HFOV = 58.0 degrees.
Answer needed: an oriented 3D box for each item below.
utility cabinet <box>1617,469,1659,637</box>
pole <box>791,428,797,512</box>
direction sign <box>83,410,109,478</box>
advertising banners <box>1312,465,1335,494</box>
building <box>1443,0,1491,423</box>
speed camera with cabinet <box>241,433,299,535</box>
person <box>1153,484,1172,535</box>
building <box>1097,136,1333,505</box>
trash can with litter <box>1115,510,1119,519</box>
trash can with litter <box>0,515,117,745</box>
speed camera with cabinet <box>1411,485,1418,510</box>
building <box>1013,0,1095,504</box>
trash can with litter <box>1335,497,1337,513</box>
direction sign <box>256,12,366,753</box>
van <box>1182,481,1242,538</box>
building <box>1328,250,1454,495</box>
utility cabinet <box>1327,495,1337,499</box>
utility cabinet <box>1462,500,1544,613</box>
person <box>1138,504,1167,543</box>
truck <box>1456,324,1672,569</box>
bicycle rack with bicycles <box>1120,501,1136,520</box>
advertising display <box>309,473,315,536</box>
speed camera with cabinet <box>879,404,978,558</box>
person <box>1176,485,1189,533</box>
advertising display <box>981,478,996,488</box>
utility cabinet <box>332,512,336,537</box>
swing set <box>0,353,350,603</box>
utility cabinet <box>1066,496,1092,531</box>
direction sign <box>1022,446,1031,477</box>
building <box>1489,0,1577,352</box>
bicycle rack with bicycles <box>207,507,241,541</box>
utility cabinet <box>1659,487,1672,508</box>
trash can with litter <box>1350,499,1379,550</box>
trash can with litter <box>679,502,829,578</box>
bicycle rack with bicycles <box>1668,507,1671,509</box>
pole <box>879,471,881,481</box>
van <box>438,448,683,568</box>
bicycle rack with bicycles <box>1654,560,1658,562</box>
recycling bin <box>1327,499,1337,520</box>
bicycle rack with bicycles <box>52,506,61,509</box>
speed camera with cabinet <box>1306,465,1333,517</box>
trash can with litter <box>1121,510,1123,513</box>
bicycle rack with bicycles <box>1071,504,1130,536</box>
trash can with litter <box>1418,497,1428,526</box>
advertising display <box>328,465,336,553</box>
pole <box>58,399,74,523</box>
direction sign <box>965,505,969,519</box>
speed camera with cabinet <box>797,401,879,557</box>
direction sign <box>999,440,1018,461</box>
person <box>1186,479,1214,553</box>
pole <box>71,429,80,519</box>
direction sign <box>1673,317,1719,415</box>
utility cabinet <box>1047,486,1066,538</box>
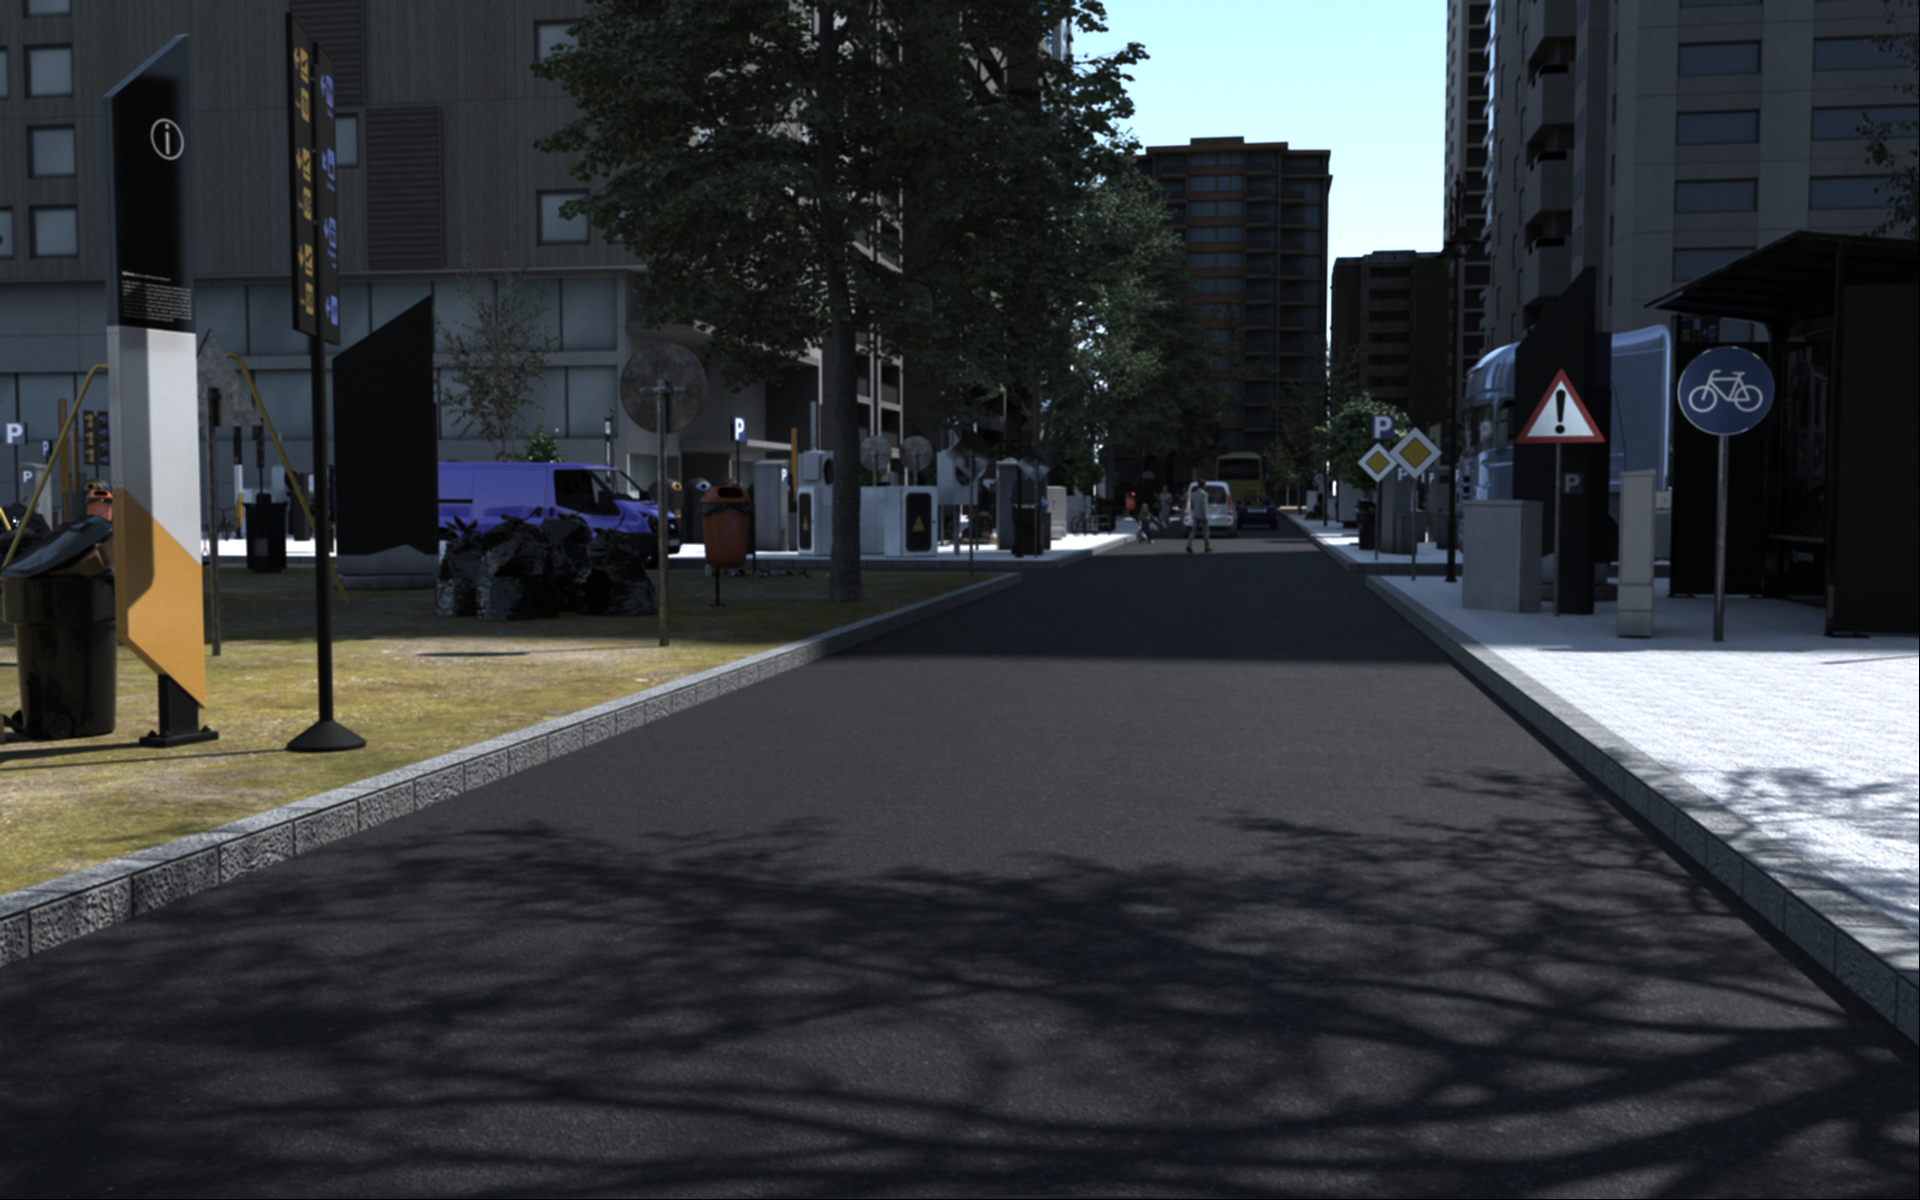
[{"bbox_3d":[6.205,-0.442,15.902,0.318,1.500,1.173,1,4,22],"label":"utility cabinet"},{"bbox_3d":[-5.125,-3.653,53.573,0.158,3.312,0.155,0,3,0],"label":"pole"},{"bbox_3d":[-23.514,-3.377,47.212,0.379,3.537,0.876,1,4,15],"label":"direction sign"},{"bbox_3d":[21.740,-6.485,102.225,2.074,3.025,0.090,1,4,21],"label":"advertising banners"},{"bbox_3d":[69.405,-47.033,207.246,20.611,71.187,20.563,1,4,10],"label":"building"},{"bbox_3d":[-22.026,-3.727,55.277,0.660,3.252,2.038,1,4,23],"label":"speed camera with cabinet"},{"bbox_3d":[6.992,-3.136,60.127,0.716,1.782,0.532,2,4,31],"label":"person"},{"bbox_3d":[31.117,-34.290,215.272,28.867,44.769,22.147,1,4,10],"label":"building"},{"bbox_3d":[7.124,-4.409,83.482,0.624,1.170,1.055,1,4,23],"label":"trash can with litter"},{"bbox_3d":[-4.860,0.146,9.002,0.624,1.170,1.055,3,4,36],"label":"trash can with litter"},{"bbox_3d":[18.677,-4.770,72.327,0.660,3.252,2.038,2,4,24],"label":"speed camera with cabinet"},{"bbox_3d":[1.297,-55.407,218.574,31.000,86.520,22.319,1,4,10],"label":"building"},{"bbox_3d":[18.385,-4.344,82.413,1.055,1.170,0.624,2,4,33],"label":"trash can with litter"},{"bbox_3d":[-3.209,-1.020,8.669,0.379,3.537,0.876,0,4,-8],"label":"direction sign"},{"bbox_3d":[8.357,-3.098,57.671,2.013,2.044,4.112,1,4,11],"label":"van"},{"bbox_3d":[51.711,-26.685,207.998,14.107,30.474,14.160,1,4,10],"label":"building"},{"bbox_3d":[21.286,-5.340,98.462,1.020,1.237,0.306,2,4,30],"label":"utility cabinet"},{"bbox_3d":[5.977,-0.485,19.099,0.306,1.237,1.020,-1,4,-21],"label":"utility cabinet"},{"bbox_3d":[5.555,-2.239,50.607,1.012,1.151,0.738,-1,4,-15],"label":"person"},{"bbox_3d":[17.001,-2.314,27.595,18.799,4.110,2.967,1,4,9],"label":"truck"},{"bbox_3d":[7.379,-4.424,85.716,2.925,0.926,2.852,1,4,23],"label":"bicycle rack with bicycles"},{"bbox_3d":[-19.423,-2.917,52.899,0.974,1.923,0.123,0,4,1],"label":"advertising display"},{"bbox_3d":[-0.576,-2.506,35.303,2.038,3.252,0.660,-3,5,-40],"label":"speed camera with cabinet"},{"bbox_3d":[8.214,-3.366,63.894,0.532,1.782,0.716,-1,4,-16],"label":"person"},{"bbox_3d":[1.307,-3.949,69.775,0.974,1.923,0.123,-2,4,-25],"label":"advertising display"},{"bbox_3d":[-18.500,-2.642,51.882,0.318,1.500,1.173,2,4,24],"label":"utility cabinet"},{"bbox_3d":[-9.098,-1.369,20.005,3.119,2.851,2.862,3,4,36],"label":"swing set"},{"bbox_3d":[4.094,-3.033,60.753,1.020,1.237,0.306,-1,4,-19],"label":"utility cabinet"},{"bbox_3d":[3.070,-5.438,80.906,0.876,3.537,0.379,0,4,3],"label":"direction sign"},{"bbox_3d":[51.816,-32.325,117.755,28.713,52.752,27.495,1,4,10],"label":"building"},{"bbox_3d":[-21.042,-2.085,47.476,2.852,0.926,2.925,-1,4,-11],"label":"bicycle rack with bicycles"},{"bbox_3d":[22.686,-2.872,55.643,0.318,1.500,1.173,-1,4,-21],"label":"utility cabinet"},{"bbox_3d":[9.541,-1.738,39.811,1.055,1.170,0.624,-2,4,-33],"label":"trash can with litter"},{"bbox_3d":[-3.099,-0.969,26.894,2.233,1.210,1.678,1,4,13],"label":"trash can with litter"},{"bbox_3d":[18.628,-2.050,46.906,2.925,0.926,2.852,2,4,35],"label":"bicycle rack with bicycles"},{"bbox_3d":[-3.059,-4.361,65.149,0.158,3.312,0.155,0,3,0],"label":"pole"},{"bbox_3d":[-7.919,-1.750,32.992,5.245,2.365,2.240,1,4,11],"label":"van"},{"bbox_3d":[12.142,-1.228,33.461,2.925,0.926,2.852,2,4,30],"label":"bicycle rack with bicycles"},{"bbox_3d":[18.772,-4.551,86.959,0.722,1.027,0.722,2,4,28],"label":"recycling bin"},{"bbox_3d":[-52.989,-5.197,98.350,2.925,0.926,2.852,-1,4,-17],"label":"bicycle rack with bicycles"},{"bbox_3d":[18.637,-5.828,89.617,0.660,3.252,2.038,3,4,37],"label":"speed camera with cabinet"},{"bbox_3d":[10.001,-5.968,108.964,0.624,1.170,1.055,1,4,17],"label":"trash can with litter"},{"bbox_3d":[3.287,-2.474,53.828,2.852,0.926,2.925,2,4,31],"label":"bicycle rack with bicycles"},{"bbox_3d":[18.218,-3.487,68.398,0.624,1.170,1.055,-2,4,-28],"label":"trash can with litter"},{"bbox_3d":[-13.990,-2.023,38.295,0.123,1.923,0.974,-2,4,-33],"label":"advertising display"},{"bbox_3d":[-19.302,-2.660,37.326,0.158,3.312,0.155,0,3,0],"label":"pole"},{"bbox_3d":[0.441,-6.041,90.763,0.379,3.537,0.876,-1,4,-12],"label":"direction sign"},{"bbox_3d":[-2.421,-2.613,37.053,2.038,3.252,0.660,1,4,16],"label":"speed camera with cabinet"},{"bbox_3d":[2.051,-4.920,72.442,0.876,3.537,0.379,0,4,2],"label":"direction sign"},{"bbox_3d":[5.865,-2.059,42.432,0.850,1.792,0.678,-3,5,-41],"label":"person"},{"bbox_3d":[-27.884,-3.716,54.601,0.158,3.312,0.155,0,3,0],"label":"pole"},{"bbox_3d":[9.506,-1.862,22.442,0.379,3.537,0.876,-1,4,-12],"label":"direction sign"},{"bbox_3d":[2.588,-2.543,50.260,1.173,1.500,0.318,-3,5,-44],"label":"utility cabinet"}]
